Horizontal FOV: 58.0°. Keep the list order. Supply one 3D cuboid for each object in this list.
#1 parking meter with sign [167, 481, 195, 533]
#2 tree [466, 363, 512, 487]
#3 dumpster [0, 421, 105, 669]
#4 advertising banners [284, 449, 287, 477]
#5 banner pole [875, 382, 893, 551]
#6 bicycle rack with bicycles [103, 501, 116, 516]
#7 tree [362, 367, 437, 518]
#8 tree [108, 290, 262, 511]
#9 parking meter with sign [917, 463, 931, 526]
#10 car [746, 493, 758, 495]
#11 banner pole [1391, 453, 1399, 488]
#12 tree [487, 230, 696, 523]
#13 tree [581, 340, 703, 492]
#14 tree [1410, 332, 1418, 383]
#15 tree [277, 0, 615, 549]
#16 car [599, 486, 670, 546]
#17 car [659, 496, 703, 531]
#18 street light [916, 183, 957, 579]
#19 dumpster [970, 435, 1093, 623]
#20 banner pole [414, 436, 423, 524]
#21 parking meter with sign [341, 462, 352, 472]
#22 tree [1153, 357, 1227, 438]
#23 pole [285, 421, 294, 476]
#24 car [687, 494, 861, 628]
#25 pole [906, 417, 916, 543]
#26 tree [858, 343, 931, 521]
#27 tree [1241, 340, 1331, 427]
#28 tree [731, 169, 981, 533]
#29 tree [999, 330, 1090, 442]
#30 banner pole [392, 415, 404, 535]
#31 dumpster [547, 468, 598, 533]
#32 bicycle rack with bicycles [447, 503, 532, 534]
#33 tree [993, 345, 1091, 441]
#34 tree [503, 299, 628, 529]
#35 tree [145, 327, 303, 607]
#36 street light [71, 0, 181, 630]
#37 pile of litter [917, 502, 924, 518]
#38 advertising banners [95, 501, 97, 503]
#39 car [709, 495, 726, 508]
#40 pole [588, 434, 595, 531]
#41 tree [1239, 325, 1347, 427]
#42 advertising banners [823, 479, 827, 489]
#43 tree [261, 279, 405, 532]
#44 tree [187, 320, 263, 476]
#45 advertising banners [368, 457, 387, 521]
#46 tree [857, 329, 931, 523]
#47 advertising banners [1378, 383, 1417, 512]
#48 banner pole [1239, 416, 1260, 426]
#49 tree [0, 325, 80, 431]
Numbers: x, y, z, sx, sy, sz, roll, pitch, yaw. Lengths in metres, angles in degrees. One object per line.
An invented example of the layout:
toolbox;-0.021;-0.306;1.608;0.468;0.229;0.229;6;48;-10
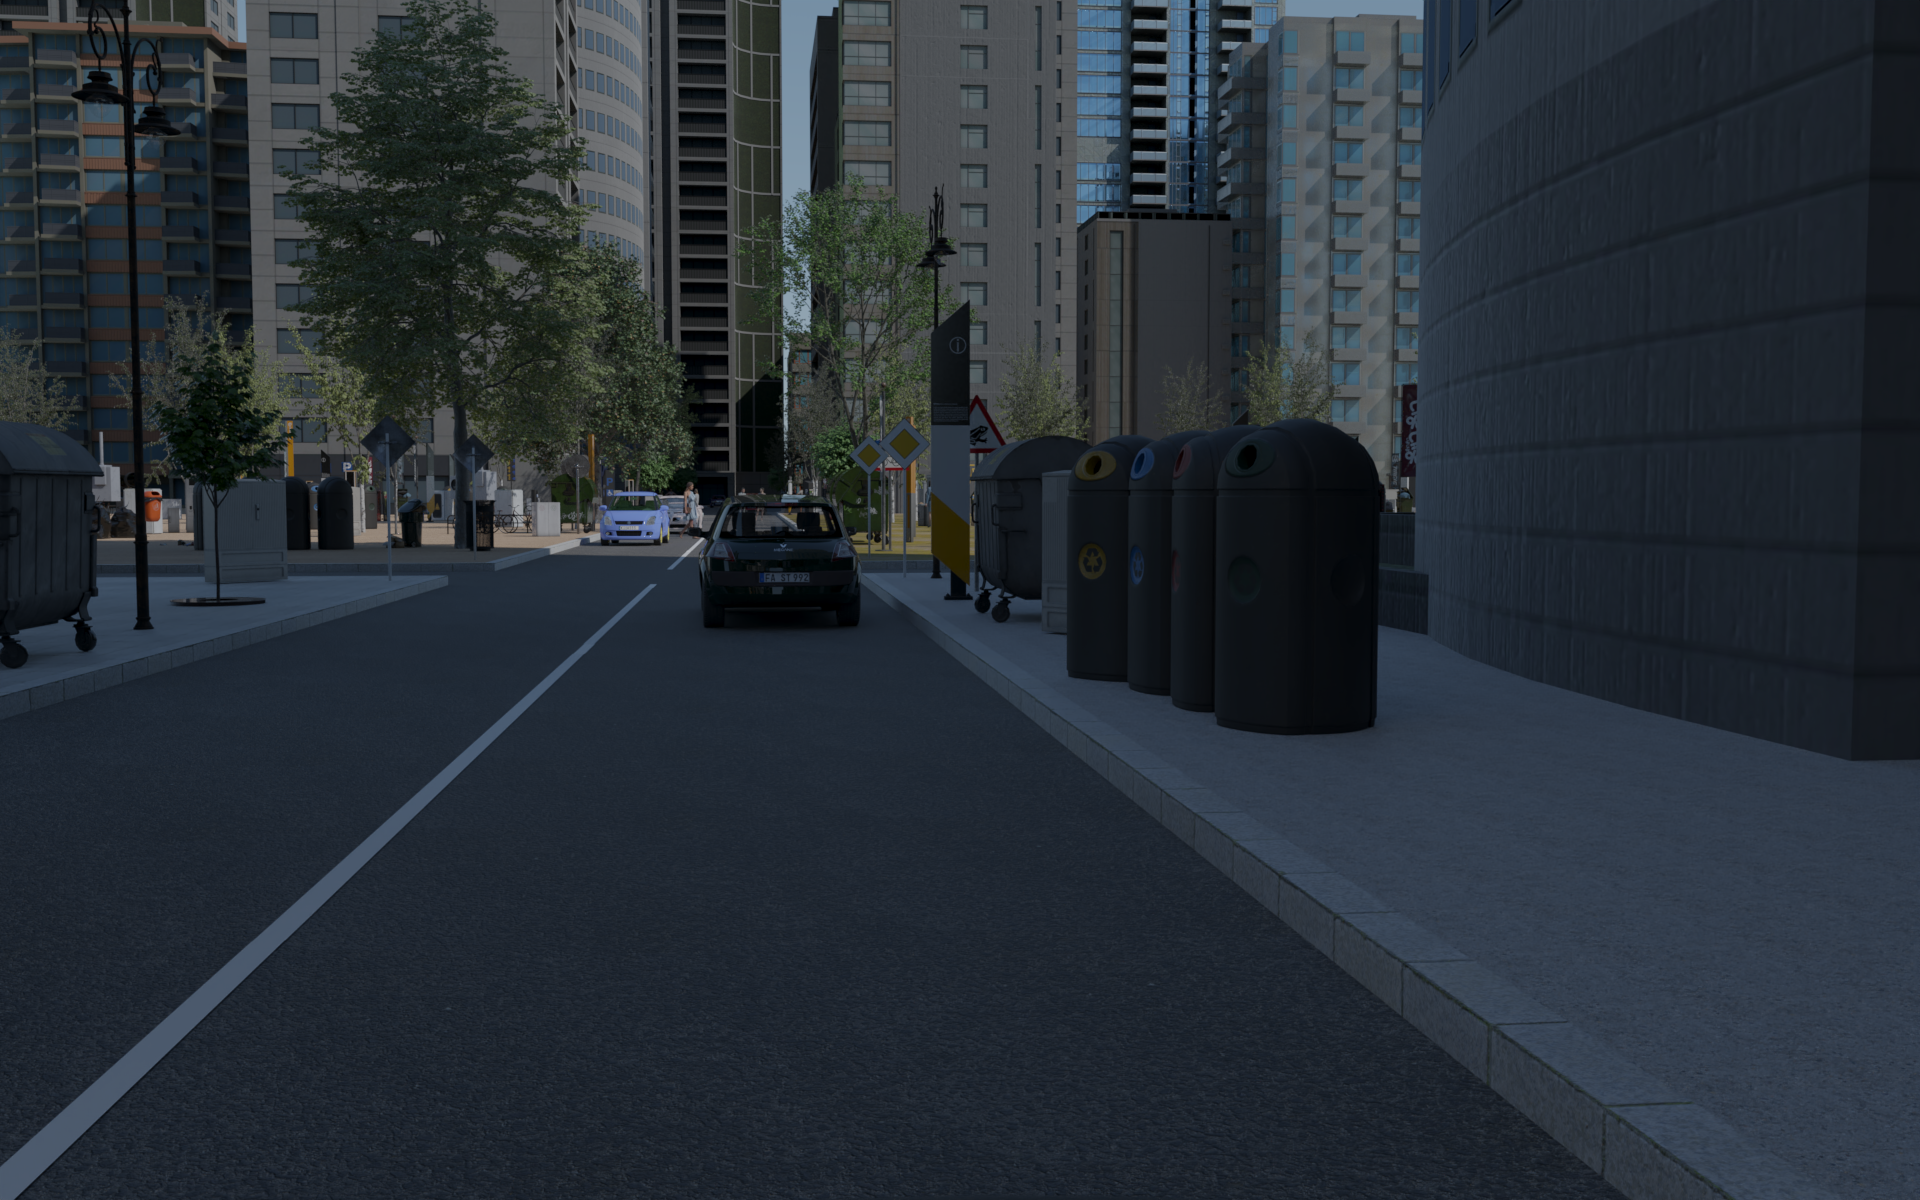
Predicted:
parking meter with sign;-25.254;-3.729;57.224;1.738;3.016;0.543;-2;4;-24
tree;-24.872;-8.757;93.536;4.737;8.622;4.395;0;3;0
dumpster;-7.539;-0.461;13.295;1.264;1.857;1.865;0;4;-7
advertising banners;-26.740;-4.410;68.298;0.090;3.025;2.074;-2;4;-34
banner pole;-1.733;-2.972;38.604;0.401;3.779;0.863;0;4;5
bicycle rack with bicycles;-51.075;-5.427;102.117;2.852;0.926;2.925;-1;4;-9
tree;-30.015;-8.669;92.100;4.360;8.622;3.978;0;3;0
tree;-28.038;-6.848;62.335;4.360;8.622;3.978;0;3;0
parking meter with sign;-0.949;-4.748;73.893;1.738;3.016;0.543;-3;4;-36
car;-14.324;-6.750;119.402;2.155;1.783;4.494;0;4;-6
banner pole;23.534;-6.307;93.138;0.401;3.779;0.863;-3;5;-43
tree;-16.044;-9.705;75.691;9.611;12.733;9.660;0;3;0
tree;-18.996;-10.298;102.777;7.601;10.594;8.767;0;4;8
tree;20.688;-7.480;72.656;4.737;8.622;4.395;0;3;0
tree;-12.129;-7.476;40.368;7.486;12.596;7.792;0;3;0
car;-9.223;-2.423;49.211;1.945;1.707;3.694;0;4;-5
car;-10.488;-3.150;63.869;2.083;1.381;4.827;0;4;-6
street light;-0.359;-3.266;26.191;0.468;5.910;1.993;0;4;-7
dumpster;0.832;-0.746;17.948;1.264;1.857;1.865;0;4;-7
banner pole;-23.349;-5.157;74.340;0.401;3.779;0.863;0;4;-6
parking meter with sign;-33.733;-6.048;95.140;0.543;3.016;1.738;-2;4;-25
tree;12.318;-8.777;93.872;4.360;8.622;3.978;0;3;0
pole;-18.711;-3.337;48.395;0.158;3.312;0.155;0;3;0
car;-2.147;-0.629;20.078;2.009;1.686;4.222;-1;4;-9
pole;-1.332;-3.176;45.767;0.158;3.312;0.155;0;3;0
tree;-2.353;-8.099;82.774;4.360;8.622;3.978;0;3;0
tree;15.246;-8.080;82.477;4.737;8.622;4.395;0;3;0
tree;-3.350;-8.032;57.085;9.928;11.665;9.643;0;3;0
tree;3.485;-7.794;77.789;4.360;8.622;3.978;0;3;0
banner pole;-17.697;-3.947;54.551;0.401;3.779;0.863;-3;5;-43
dumpster;-12.753;-3.335;57.026;1.502;2.255;1.985;0;4;-7
bicycle rack with bicycles;-15.287;-2.602;55.929;2.925;0.926;2.852;2;4;25
tree;3.686;-8.179;84.093;4.737;8.622;4.395;0;3;0
tree;-14.323;-6.915;63.420;4.360;8.622;3.978;0;3;0
tree;-8.550;-1.566;20.212;1.663;3.219;1.824;0;3;0
street light;-7.747;-2.659;16.257;0.468;5.910;1.993;0;4;-7
pile of litter;-1.997;-4.769;91.933;1.719;0.858;1.176;0;4;-1
advertising banners;-50.003;-6.266;98.630;2.074;3.025;0.090;1;4;9
car;-25.268;-10.328;181.438;1.945;1.354;3.894;0;4;-5
pole;-12.625;-4.007;59.350;0.158;3.312;0.155;0;3;0
tree;14.523;-7.638;75.239;4.360;8.622;3.978;0;3;0
advertising banners;-6.343;-5.469;85.606;0.090;3.025;2.074;-2;4;-31
tree;-20.121;-6.549;57.438;4.737;8.622;4.395;0;3;0
tree;-30.699;-7.542;73.681;4.737;8.622;4.395;0;3;0
advertising banners;-27.379;-5.217;81.478;0.090;3.025;2.074;0;4;8
tree;-2.925;-7.766;77.330;4.737;8.622;4.395;0;3;0
advertising banners;6.520;-1.929;27.721;2.074;3.025;0.090;1;4;22
banner pole;9.176;-3.995;55.333;0.863;3.779;0.401;1;4;20
tree;-41.252;-7.708;76.386;4.360;8.622;3.978;0;3;0
